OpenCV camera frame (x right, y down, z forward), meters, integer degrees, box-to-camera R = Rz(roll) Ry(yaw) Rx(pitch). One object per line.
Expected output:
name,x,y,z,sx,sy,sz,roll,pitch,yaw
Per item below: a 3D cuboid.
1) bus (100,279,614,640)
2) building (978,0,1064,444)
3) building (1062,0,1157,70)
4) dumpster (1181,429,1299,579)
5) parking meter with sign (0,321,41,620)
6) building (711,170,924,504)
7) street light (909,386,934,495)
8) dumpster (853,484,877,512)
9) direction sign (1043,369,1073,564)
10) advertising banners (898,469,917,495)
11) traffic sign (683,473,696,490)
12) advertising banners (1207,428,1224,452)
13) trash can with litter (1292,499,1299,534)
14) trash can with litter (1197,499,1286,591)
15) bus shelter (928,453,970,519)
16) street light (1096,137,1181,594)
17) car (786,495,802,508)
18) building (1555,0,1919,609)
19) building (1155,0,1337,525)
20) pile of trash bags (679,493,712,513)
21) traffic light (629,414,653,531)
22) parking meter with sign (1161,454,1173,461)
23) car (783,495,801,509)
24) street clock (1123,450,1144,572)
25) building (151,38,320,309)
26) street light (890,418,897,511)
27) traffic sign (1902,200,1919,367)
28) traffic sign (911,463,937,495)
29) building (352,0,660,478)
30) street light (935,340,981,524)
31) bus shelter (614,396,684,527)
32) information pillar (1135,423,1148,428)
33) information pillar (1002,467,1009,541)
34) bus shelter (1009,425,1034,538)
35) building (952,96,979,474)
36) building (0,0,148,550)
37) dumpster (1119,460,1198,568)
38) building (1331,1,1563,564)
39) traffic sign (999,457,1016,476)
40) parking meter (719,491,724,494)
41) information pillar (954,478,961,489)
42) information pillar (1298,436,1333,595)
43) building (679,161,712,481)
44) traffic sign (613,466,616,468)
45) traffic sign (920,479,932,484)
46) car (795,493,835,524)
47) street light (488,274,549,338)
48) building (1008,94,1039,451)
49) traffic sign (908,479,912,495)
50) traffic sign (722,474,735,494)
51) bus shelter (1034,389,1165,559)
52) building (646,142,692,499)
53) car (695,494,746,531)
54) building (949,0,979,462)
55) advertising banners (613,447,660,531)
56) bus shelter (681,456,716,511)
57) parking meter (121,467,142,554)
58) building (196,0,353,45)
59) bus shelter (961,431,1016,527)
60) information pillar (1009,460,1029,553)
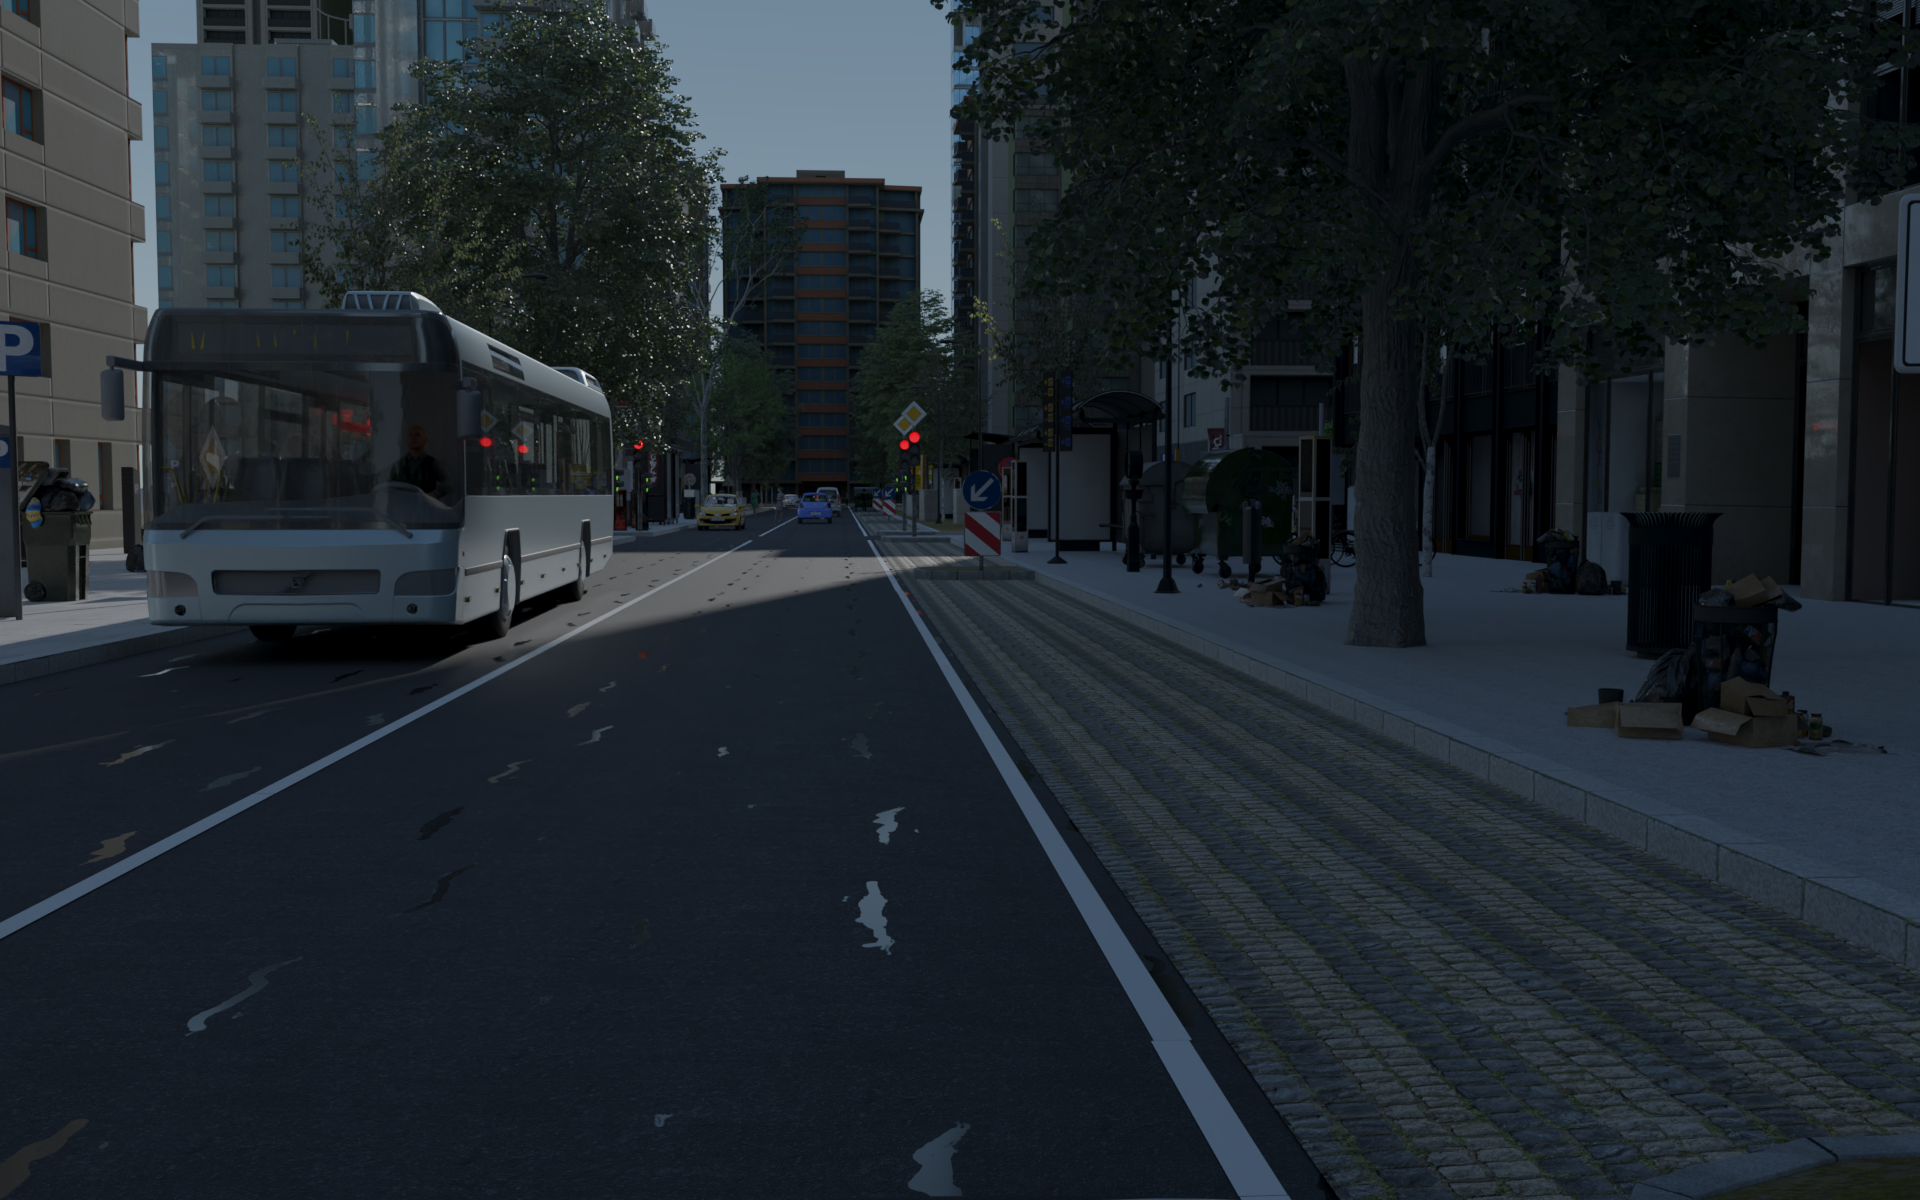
bus,-6.003,-1.534,19.946,2.948,3.499,13.247,0,4,-5
building,12.223,-37.841,160.702,21.231,58.520,28.212,0,4,-4
building,12.535,-20.046,99.446,14.160,30.474,14.107,0,4,-4
dumpster,4.373,-1.499,27.002,1.502,2.255,1.985,0,4,-4
parking meter with sign,-10.177,-1.338,18.141,1.738,3.016,0.543,3,5,45
building,-19.608,-35.608,236.816,28.867,44.769,22.147,0,4,-4
street light,-1.460,-6.242,74.601,1.470,5.913,1.316,0,4,-4
dumpster,-7.766,-8.411,142.478,1.985,2.255,1.502,0,4,-5
direction sign,1.795,-2.440,31.895,0.379,3.537,0.876,-2,4,-33
advertising banners,-2.913,-6.875,108.591,2.074,3.025,0.090,1,4,13
traffic sign,-16.549,-6.479,106.039,0.768,2.556,0.104,0,4,-3
advertising banners,7.460,-3.014,45.472,2.074,3.025,0.090,2,4,28
trash can with litter,8.760,-1.944,43.169,1.055,1.170,0.624,-2,4,-31
trash can with litter,4.098,-0.777,23.769,1.678,1.210,2.233,0,4,7
bus shelter,-0.500,-5.705,87.198,2.014,3.302,5.546,0,4,-4
street light,2.152,-3.042,22.285,1.470,5.913,1.316,0,4,-4
car,-16.879,-10.039,176.720,1.945,1.354,3.894,0,4,-4
building,20.606,-12.670,11.667,19.350,26.468,34.151,0,4,-4
building,20.960,-39.171,78.705,20.611,71.187,20.563,0,4,-4
pile of trash bags,-18.230,-6.705,119.384,3.447,1.369,1.912,3,5,39
traffic light,-10.988,-4.316,59.495,0.839,4.253,0.868,0,4,-4
parking meter with sign,8.907,-4.837,75.347,0.543,3.016,1.738,0,4,1
car,-16.592,-9.642,170.016,2.083,1.381,4.827,0,4,-4
street clock,2.857,-1.464,28.504,0.358,2.002,0.471,0,4,-6
building,-68.836,-34.616,185.583,30.456,49.044,23.786,0,4,-4
street light,-3.555,-8.075,104.567,1.470,5.913,1.316,0,4,-4
traffic sign,3.511,-0.235,5.974,0.606,2.300,0.079,0,4,5
traffic sign,-2.293,-7.119,110.272,2.265,3.308,0.079,0,4,3
building,-37.773,-32.291,147.563,23.786,49.044,30.456,0,4,-4
street light,0.062,-4.875,52.251,1.470,5.913,1.316,0,4,-4
bus shelter,-12.916,-5.764,71.865,2.179,5.291,8.768,0,4,-4
information pillar,5.022,-3.466,48.017,0.183,3.616,0.504,-2,4,-33
information pillar,1.351,-2.612,47.203,0.304,2.012,0.304,2,4,28
bus shelter,2.603,-3.293,47.758,2.014,3.302,5.546,0,4,-4
building,10.586,-32.724,189.664,22.147,44.769,28.867,0,4,-4
building,-33.675,-11.192,28.027,28.899,21.520,27.650,0,4,-4
dumpster,3.570,-1.519,30.592,1.264,1.857,1.865,0,4,-4
building,16.381,-12.690,37.156,12.332,23.373,15.834,0,4,-4
traffic sign,1.722,-3.667,60.060,0.768,2.556,0.104,0,4,4
parking meter,-17.141,-7.113,124.700,0.372,1.533,0.369,0,3,0
information pillar,-0.097,-4.476,77.676,0.304,2.012,0.304,0,4,5
information pillar,4.533,-1.078,22.121,0.304,2.012,0.304,-2,4,-29
building,-40.819,-35.551,231.363,14.200,45.320,14.600,0,4,-4
traffic sign,-13.478,-4.038,66.132,0.768,2.556,0.104,0,4,0
traffic sign,-2.138,-6.646,109.852,0.795,2.450,0.064,0,4,2
car,-7.152,-4.635,85.371,1.945,1.707,3.694,0,4,-5
street light,-9.362,-3.919,36.610,1.470,5.913,1.316,0,4,-4
building,10.367,-21.861,129.136,14.160,30.474,14.107,0,4,-4
traffic sign,-3.180,-6.570,107.529,0.768,2.556,0.104,0,4,3
traffic sign,-15.097,-6.906,112.922,0.884,2.594,0.081,0,4,-2
bus shelter,2.923,-2.594,36.330,2.014,3.302,5.546,0,4,-4
building,-40.980,-30.113,184.221,23.993,40.220,32.217,0,4,-4
car,-9.540,-3.613,69.289,2.015,1.641,3.980,0,4,-3
building,10.389,-56.548,237.230,31.000,86.520,22.319,0,4,-4
advertising banners,-12.082,-4.187,64.644,2.074,3.025,0.090,1,4,22
bus shelter,-16.600,-7.281,110.333,1.731,3.624,6.357,0,4,-4
parking meter,-17.893,-1.939,37.417,0.255,1.863,0.399,0,4,0
building,-87.274,-48.443,230.287,20.611,71.187,20.563,0,4,-4
bus shelter,1.102,-4.668,67.597,1.731,3.624,6.357,0,4,-4
information pillar,1.314,-2.048,37.979,0.304,2.012,0.304,-1,4,-14
